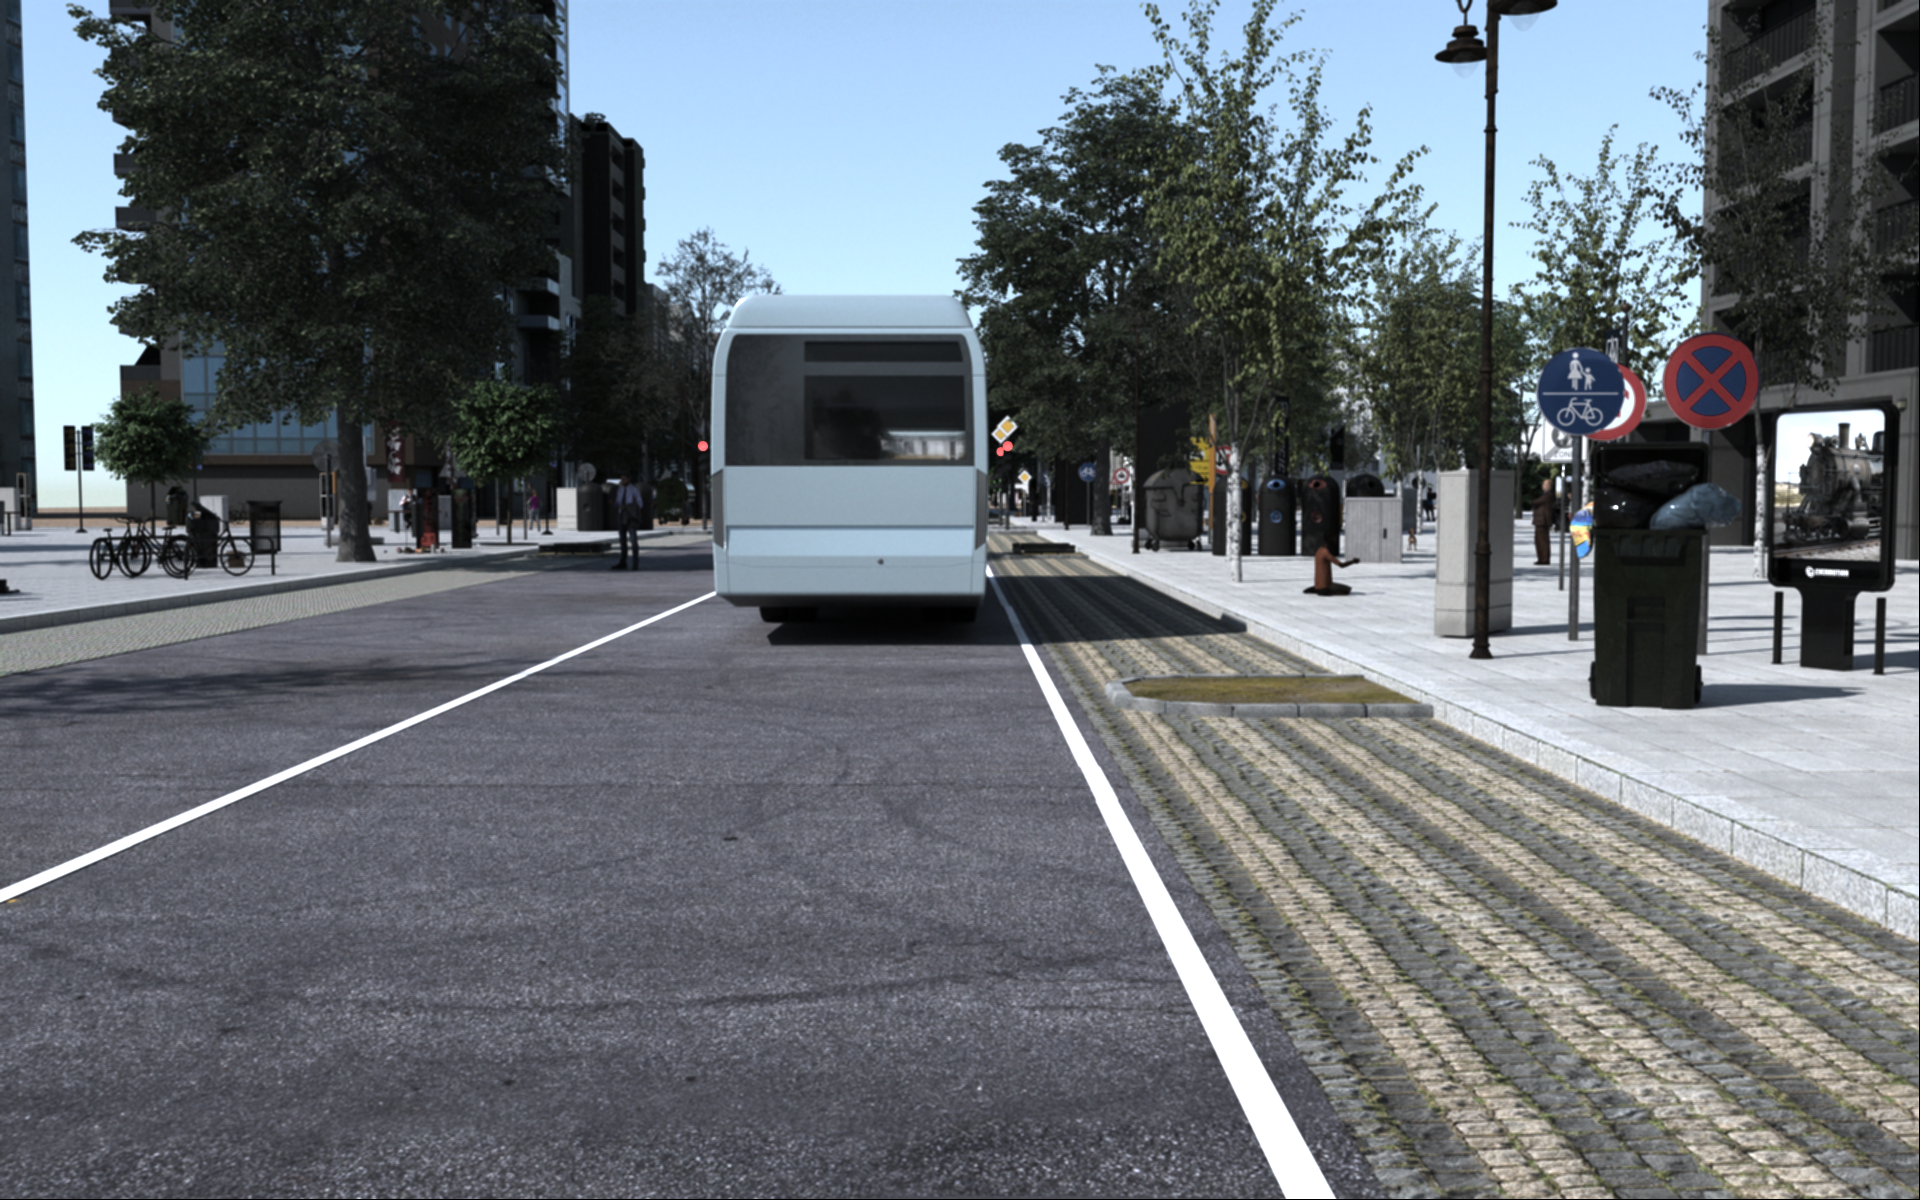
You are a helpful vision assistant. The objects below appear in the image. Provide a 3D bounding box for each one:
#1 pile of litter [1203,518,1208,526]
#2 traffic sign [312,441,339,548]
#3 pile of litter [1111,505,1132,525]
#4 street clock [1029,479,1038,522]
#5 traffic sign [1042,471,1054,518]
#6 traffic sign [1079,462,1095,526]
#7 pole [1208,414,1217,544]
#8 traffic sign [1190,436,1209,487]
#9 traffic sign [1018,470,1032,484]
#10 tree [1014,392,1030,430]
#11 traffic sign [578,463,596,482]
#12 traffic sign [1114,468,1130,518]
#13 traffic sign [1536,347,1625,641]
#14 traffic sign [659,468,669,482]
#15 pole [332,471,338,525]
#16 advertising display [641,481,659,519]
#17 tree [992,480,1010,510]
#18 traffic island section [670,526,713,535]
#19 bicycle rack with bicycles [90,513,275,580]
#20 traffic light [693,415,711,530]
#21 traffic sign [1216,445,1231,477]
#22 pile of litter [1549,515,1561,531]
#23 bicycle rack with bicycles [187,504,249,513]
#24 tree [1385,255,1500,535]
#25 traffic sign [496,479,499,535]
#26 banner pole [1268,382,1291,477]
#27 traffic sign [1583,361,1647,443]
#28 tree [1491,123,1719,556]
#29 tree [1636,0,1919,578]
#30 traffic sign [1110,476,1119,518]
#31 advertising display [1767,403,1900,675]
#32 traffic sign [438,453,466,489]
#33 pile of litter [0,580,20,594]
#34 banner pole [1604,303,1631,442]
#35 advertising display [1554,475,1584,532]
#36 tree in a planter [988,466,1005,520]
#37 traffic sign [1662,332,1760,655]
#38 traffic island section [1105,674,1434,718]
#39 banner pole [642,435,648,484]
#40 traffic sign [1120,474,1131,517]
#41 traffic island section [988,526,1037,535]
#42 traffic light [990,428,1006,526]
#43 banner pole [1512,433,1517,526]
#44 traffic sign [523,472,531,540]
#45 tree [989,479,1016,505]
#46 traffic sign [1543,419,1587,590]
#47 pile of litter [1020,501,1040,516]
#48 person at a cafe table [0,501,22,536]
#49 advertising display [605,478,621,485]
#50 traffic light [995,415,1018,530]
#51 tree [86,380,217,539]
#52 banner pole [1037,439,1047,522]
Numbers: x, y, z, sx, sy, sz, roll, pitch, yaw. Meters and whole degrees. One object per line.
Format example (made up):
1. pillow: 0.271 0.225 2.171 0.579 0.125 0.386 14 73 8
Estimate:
1. pile of litter: 10.221 -3.484 70.925 1.176 0.858 1.719 3 4 38
2. traffic sign: -15.045 -2.515 41.231 0.768 2.556 0.104 0 4 1
3. pile of litter: 7.177 -3.634 73.382 1.719 0.858 1.176 0 4 -4
4. street clock: 3.472 -4.664 80.824 0.471 2.002 0.358 -1 4 -21
5. traffic sign: 4.706 -5.723 93.673 0.768 2.556 0.104 0 4 7
6. traffic sign: 5.150 -4.245 69.516 0.768 2.556 0.104 0 4 1
7. pole: 6.435 -3.075 44.127 0.158 3.312 0.155 0 3 0
8. traffic sign: 7.790 -4.111 61.088 2.265 3.308 0.079 0 4 7
9. traffic sign: 3.542 -5.780 94.231 0.795 2.593 0.064 0 4 1
10. tree: 4.626 -8.233 84.973 4.737 8.622 4.395 0 3 0
11. traffic sign: -15.231 -4.316 70.673 0.768 2.556 0.104 0 4 8
12. traffic sign: 7.866 -5.152 84.335 0.768 2.556 0.104 1 4 8
13. traffic sign: 5.368 -0.916 15.083 0.768 2.556 0.104 0 4 1
14. traffic sign: -14.671 -5.295 86.577 0.884 2.594 0.081 0 4 4
15. pole: -26.186 -4.812 72.514 0.158 3.312 0.155 0 3 0
16. advertising display: -15.691 -5.049 87.760 0.974 1.923 0.123 -2 4 -26
17. tree: 3.570 -8.883 139.842 1.663 3.219 1.824 0 3 0
18. traffic island section: -9.129 -2.419 61.834 2.009 0.180 2.903 0 4 0
19. bicycle rack with bicycles: -12.241 -0.828 26.916 2.852 0.926 2.925 2 4 23
20. traffic light: -9.089 -4.451 61.700 0.839 4.253 0.868 0 4 0
21. traffic sign: 6.870 -2.755 45.143 0.768 2.556 0.104 0 4 5
22. pile of litter: 21.221 -2.846 60.490 1.176 0.858 1.719 0 4 3
23. bicycle rack with bicycles: -31.148 -3.637 72.851 2.925 0.926 2.852 2 4 24
24. tree: 14.609 -6.362 54.379 4.360 8.622 3.978 0 3 0
25. traffic sign: -14.340 -3.277 53.688 0.768 2.556 0.104 0 4 2
26. banner pole: 7.095 -2.982 38.767 0.863 3.779 0.401 -3 4 -38
27. traffic sign: 6.175 -1.013 16.661 0.768 2.556 0.104 1 4 9
28. tree: 13.070 -5.212 35.576 4.737 8.622 4.395 0 3 0
29. tree: 12.382 -4.629 26.043 4.360 8.622 3.978 0 3 0
30. traffic sign: 8.276 -5.563 90.964 0.884 2.594 0.081 0 4 5
31. advertising display: 6.356 -0.455 12.652 0.123 1.923 0.974 -2 4 -25
32. traffic sign: -15.689 -3.274 53.535 0.884 2.594 0.081 0 4 2
33. pile of litter: -12.994 -0.494 22.045 1.719 0.858 1.176 -1 4 -16
34. banner pole: 8.710 -2.019 23.030 0.401 3.779 0.863 0 4 -3
35. advertising display: 20.373 -3.221 57.874 0.974 1.923 0.123 2 4 31
36. tree in a planter: 1.493 -6.017 95.596 1.991 3.239 1.994 0 4 0
37. traffic sign: 5.912 -0.833 13.732 0.768 2.556 0.104 0 4 0
38. traffic island section: 2.027 0.664 12.002 1.991 0.108 1.994 0 4 0
39. banner pole: -13.238 -5.065 72.828 0.401 3.779 0.863 0 4 7
40. traffic sign: 8.129 -5.078 85.157 0.606 2.300 0.079 0 4 1
41. traffic island section: 1.713 -2.423 61.897 2.009 0.180 2.903 0 4 0
42. traffic light: 1.622 -4.945 69.768 0.839 4.253 0.868 0 4 0
43. banner pole: 22.618 -4.945 70.875 0.401 3.779 0.863 1 4 18
44. traffic sign: -12.165 -2.955 48.426 0.768 2.556 0.104 0 4 7
45. tree: 3.529 -18.337 217.941 7.486 12.596 7.792 0 3 0
46. traffic sign: 8.009 -1.276 22.999 0.606 2.300 0.079 0 4 4
47. pile of litter: 3.905 -5.270 100.131 1.719 0.858 1.176 -2 4 -30
48. person at a cafe table: -29.689 -2.579 53.020 1.698 1.238 1.726 -3 5 -42
49. advertising display: -13.883 -3.977 70.233 0.974 1.923 0.123 0 4 -2
50. traffic light: 1.672 -4.456 61.783 0.839 4.253 0.868 0 4 0
51. tree: -23.333 -4.057 50.039 4.285 4.588 4.351 0 3 0
52. banner pole: 3.686 -5.432 78.824 0.401 3.779 0.863 2 4 33
